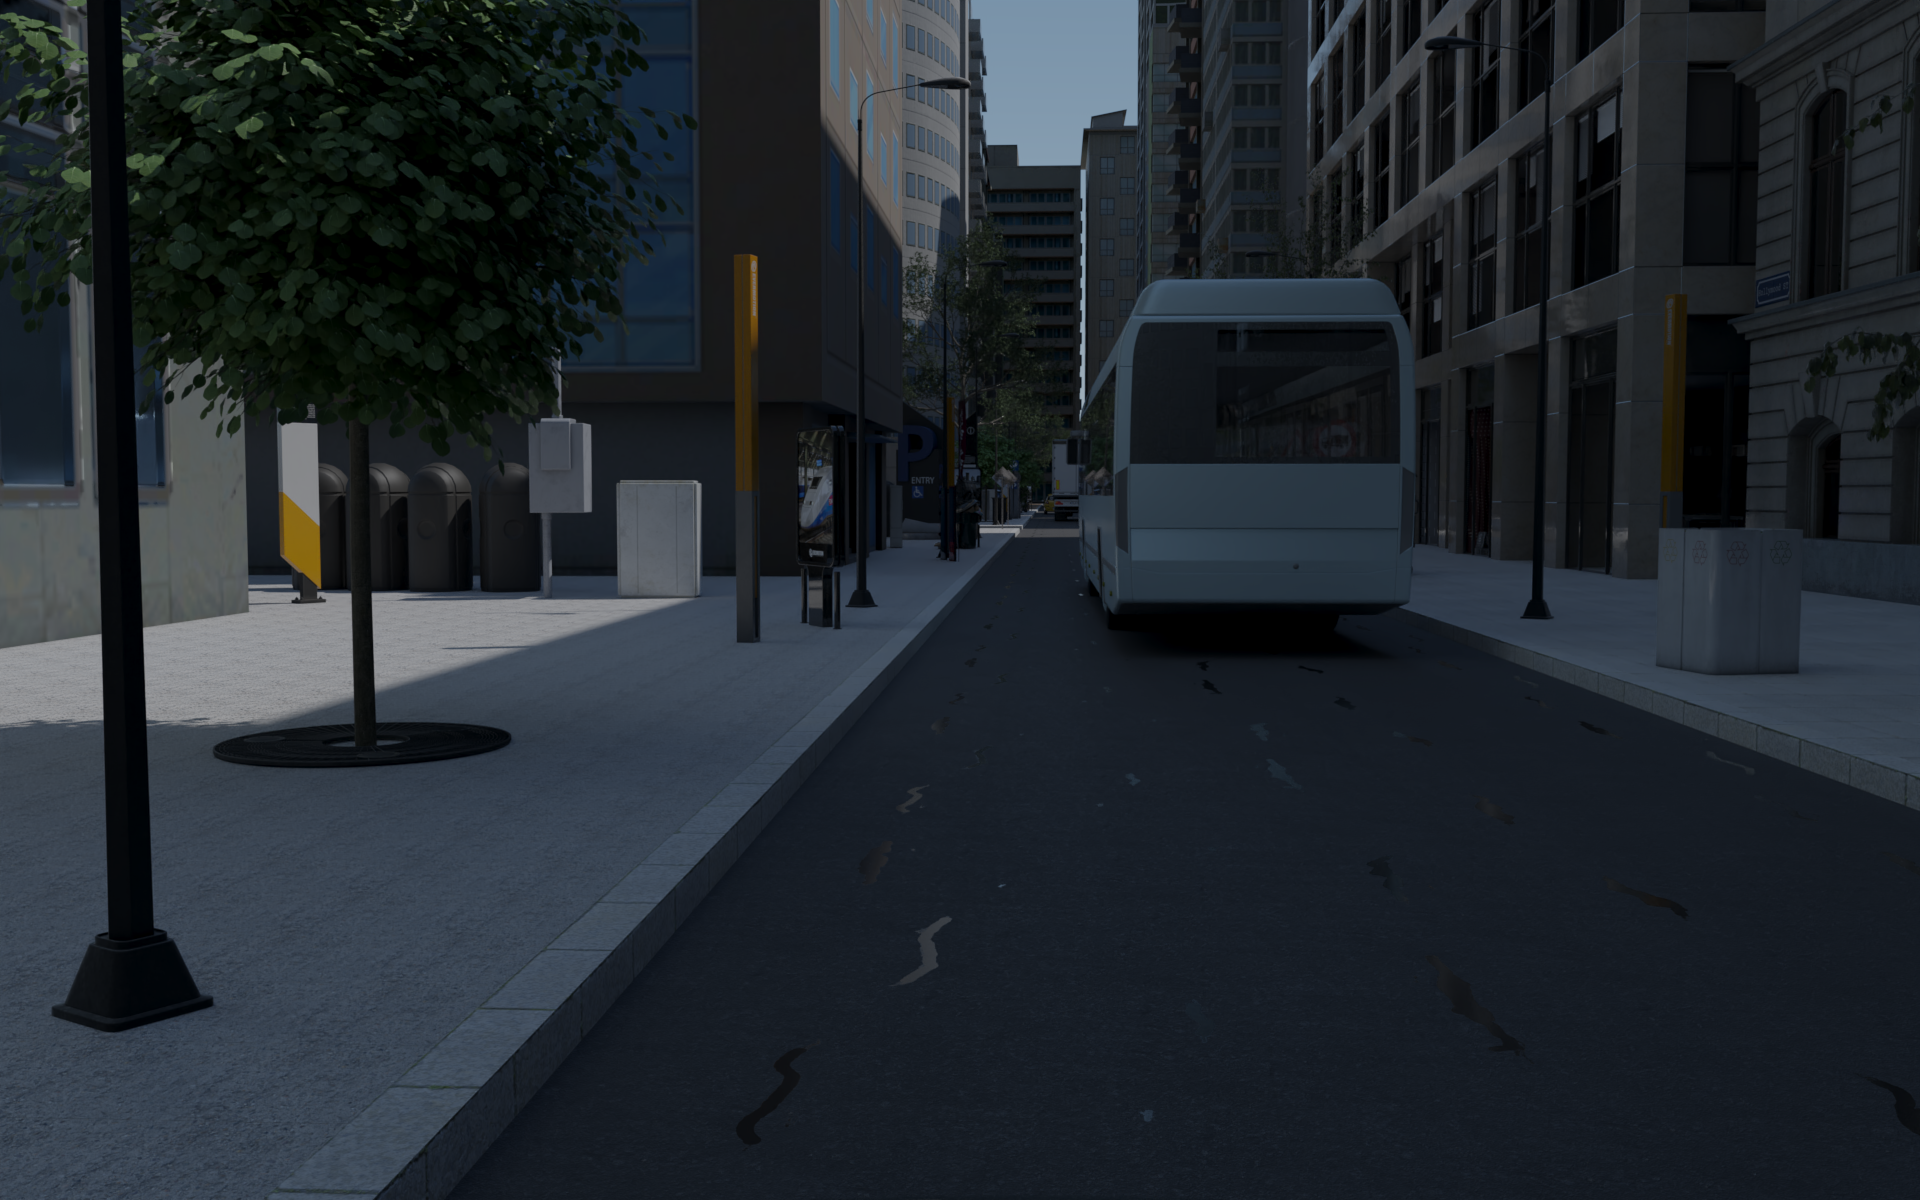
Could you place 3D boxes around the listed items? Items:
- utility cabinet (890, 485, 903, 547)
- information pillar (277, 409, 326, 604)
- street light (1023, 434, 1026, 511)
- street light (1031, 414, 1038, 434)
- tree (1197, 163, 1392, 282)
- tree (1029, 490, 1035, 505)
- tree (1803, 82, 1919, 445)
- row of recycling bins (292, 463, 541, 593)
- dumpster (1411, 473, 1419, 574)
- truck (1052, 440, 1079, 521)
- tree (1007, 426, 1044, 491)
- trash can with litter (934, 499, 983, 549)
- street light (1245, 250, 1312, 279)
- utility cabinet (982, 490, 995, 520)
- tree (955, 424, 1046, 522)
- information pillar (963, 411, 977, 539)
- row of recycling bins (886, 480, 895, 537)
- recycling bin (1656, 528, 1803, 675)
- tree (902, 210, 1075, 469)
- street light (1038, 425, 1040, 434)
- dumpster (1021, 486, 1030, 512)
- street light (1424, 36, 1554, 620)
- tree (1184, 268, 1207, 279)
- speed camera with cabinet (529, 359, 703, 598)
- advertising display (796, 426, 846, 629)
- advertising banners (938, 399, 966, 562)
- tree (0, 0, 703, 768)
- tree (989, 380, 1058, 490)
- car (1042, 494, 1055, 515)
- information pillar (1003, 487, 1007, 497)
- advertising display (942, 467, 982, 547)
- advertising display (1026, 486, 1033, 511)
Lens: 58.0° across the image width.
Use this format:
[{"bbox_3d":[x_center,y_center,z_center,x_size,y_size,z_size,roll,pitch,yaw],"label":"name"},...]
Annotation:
[{"bbox_3d":[-1.522,-2.011,41.567,0.318,1.500,1.173,0,4,-2],"label":"utility cabinet"},{"bbox_3d":[-7.713,-1.765,20.210,0.183,3.616,0.504,2,4,35],"label":"information pillar"},{"bbox_3d":[2.023,-6.022,71.002,1.470,5.913,1.316,0,4,3],"label":"street light"},{"bbox_3d":[2.971,-6.923,85.738,1.470,5.913,1.316,0,4,3],"label":"street light"},{"bbox_3d":[7.379,-5.355,37.911,4.360,8.622,3.978,0,3,0],"label":"tree"},{"bbox_3d":[8.194,-12.917,205.793,1.663,3.219,1.824,0,3,0],"label":"tree"},{"bbox_3d":[5.372,-3.487,7.370,4.360,8.622,3.978,0,3,0],"label":"tree"},{"bbox_3d":[-7.284,-0.979,23.113,3.534,1.692,1.069,1,4,10],"label":"row of recycling bins"},{"bbox_3d":[6.646,-1.360,27.993,1.264,1.857,1.865,0,4,3],"label":"dumpster"},{"bbox_3d":[6.419,-6.479,94.838,2.839,4.237,11.283,0,4,4],"label":"truck"},{"bbox_3d":[5.810,-12.811,159.827,4.737,8.622,4.395,0,3,0],"label":"tree"},{"bbox_3d":[-0.035,-1.769,40.312,1.055,1.170,0.624,-2,4,-27],"label":"trash can with litter"},{"bbox_3d":[6.141,-3.708,33.166,1.470,5.913,1.316,0,4,3],"label":"street light"},{"bbox_3d":[1.371,-4.680,85.189,0.318,1.500,1.173,-1,4,-19],"label":"utility cabinet"},{"bbox_3d":[1.115,-5.891,80.030,4.285,4.588,4.351,0,3,0],"label":"tree"},{"bbox_3d":[0.222,-3.517,48.865,0.504,3.616,0.183,-1,4,-9],"label":"information pillar"},{"bbox_3d":[-3.507,-2.762,52.276,3.534,1.692,1.069,1,4,22],"label":"row of recycling bins"},{"bbox_3d":[5.598,-0.004,12.627,0.722,1.027,0.722,-1,4,-11],"label":"recycling bin"},{"bbox_3d":[0.218,-7.472,56.573,7.601,10.594,8.767,0,4,-7],"label":"tree"},{"bbox_3d":[3.769,-7.834,100.626,1.470,5.913,1.316,0,4,3],"label":"street light"},{"bbox_3d":[4.150,-7.279,121.497,1.502,2.255,1.985,0,4,3],"label":"dumpster"},{"bbox_3d":[5.416,-2.764,17.731,1.470,5.913,1.316,0,4,3],"label":"street light"},{"bbox_3d":[8.070,-6.461,55.993,4.737,8.622,4.395,0,3,0],"label":"tree"},{"bbox_3d":[-4.252,-1.658,21.452,2.038,3.252,0.660,0,4,-2],"label":"speed camera with cabinet"},{"bbox_3d":[-1.354,-0.707,16.770,0.123,1.923,0.974,-2,4,-27],"label":"advertising display"},{"bbox_3d":[-0.146,-2.253,33.027,0.090,3.025,2.074,-1,4,-13],"label":"advertising banners"},{"bbox_3d":[-2.936,-1.527,8.674,4.285,4.588,4.351,0,3,0],"label":"tree"},{"bbox_3d":[3.846,-9.873,111.791,4.360,8.622,3.978,0,3,0],"label":"tree"},{"bbox_3d":[6.813,-6.884,122.769,2.015,1.641,3.980,0,4,2],"label":"car"},{"bbox_3d":[2.454,-6.112,91.278,0.504,3.616,0.183,-2,4,-32],"label":"information pillar"},{"bbox_3d":[0.051,-2.219,41.488,0.974,1.923,0.123,-1,4,-22],"label":"advertising display"},{"bbox_3d":[5.204,-7.874,133.950,0.974,1.923,0.123,3,5,42],"label":"advertising display"}]
